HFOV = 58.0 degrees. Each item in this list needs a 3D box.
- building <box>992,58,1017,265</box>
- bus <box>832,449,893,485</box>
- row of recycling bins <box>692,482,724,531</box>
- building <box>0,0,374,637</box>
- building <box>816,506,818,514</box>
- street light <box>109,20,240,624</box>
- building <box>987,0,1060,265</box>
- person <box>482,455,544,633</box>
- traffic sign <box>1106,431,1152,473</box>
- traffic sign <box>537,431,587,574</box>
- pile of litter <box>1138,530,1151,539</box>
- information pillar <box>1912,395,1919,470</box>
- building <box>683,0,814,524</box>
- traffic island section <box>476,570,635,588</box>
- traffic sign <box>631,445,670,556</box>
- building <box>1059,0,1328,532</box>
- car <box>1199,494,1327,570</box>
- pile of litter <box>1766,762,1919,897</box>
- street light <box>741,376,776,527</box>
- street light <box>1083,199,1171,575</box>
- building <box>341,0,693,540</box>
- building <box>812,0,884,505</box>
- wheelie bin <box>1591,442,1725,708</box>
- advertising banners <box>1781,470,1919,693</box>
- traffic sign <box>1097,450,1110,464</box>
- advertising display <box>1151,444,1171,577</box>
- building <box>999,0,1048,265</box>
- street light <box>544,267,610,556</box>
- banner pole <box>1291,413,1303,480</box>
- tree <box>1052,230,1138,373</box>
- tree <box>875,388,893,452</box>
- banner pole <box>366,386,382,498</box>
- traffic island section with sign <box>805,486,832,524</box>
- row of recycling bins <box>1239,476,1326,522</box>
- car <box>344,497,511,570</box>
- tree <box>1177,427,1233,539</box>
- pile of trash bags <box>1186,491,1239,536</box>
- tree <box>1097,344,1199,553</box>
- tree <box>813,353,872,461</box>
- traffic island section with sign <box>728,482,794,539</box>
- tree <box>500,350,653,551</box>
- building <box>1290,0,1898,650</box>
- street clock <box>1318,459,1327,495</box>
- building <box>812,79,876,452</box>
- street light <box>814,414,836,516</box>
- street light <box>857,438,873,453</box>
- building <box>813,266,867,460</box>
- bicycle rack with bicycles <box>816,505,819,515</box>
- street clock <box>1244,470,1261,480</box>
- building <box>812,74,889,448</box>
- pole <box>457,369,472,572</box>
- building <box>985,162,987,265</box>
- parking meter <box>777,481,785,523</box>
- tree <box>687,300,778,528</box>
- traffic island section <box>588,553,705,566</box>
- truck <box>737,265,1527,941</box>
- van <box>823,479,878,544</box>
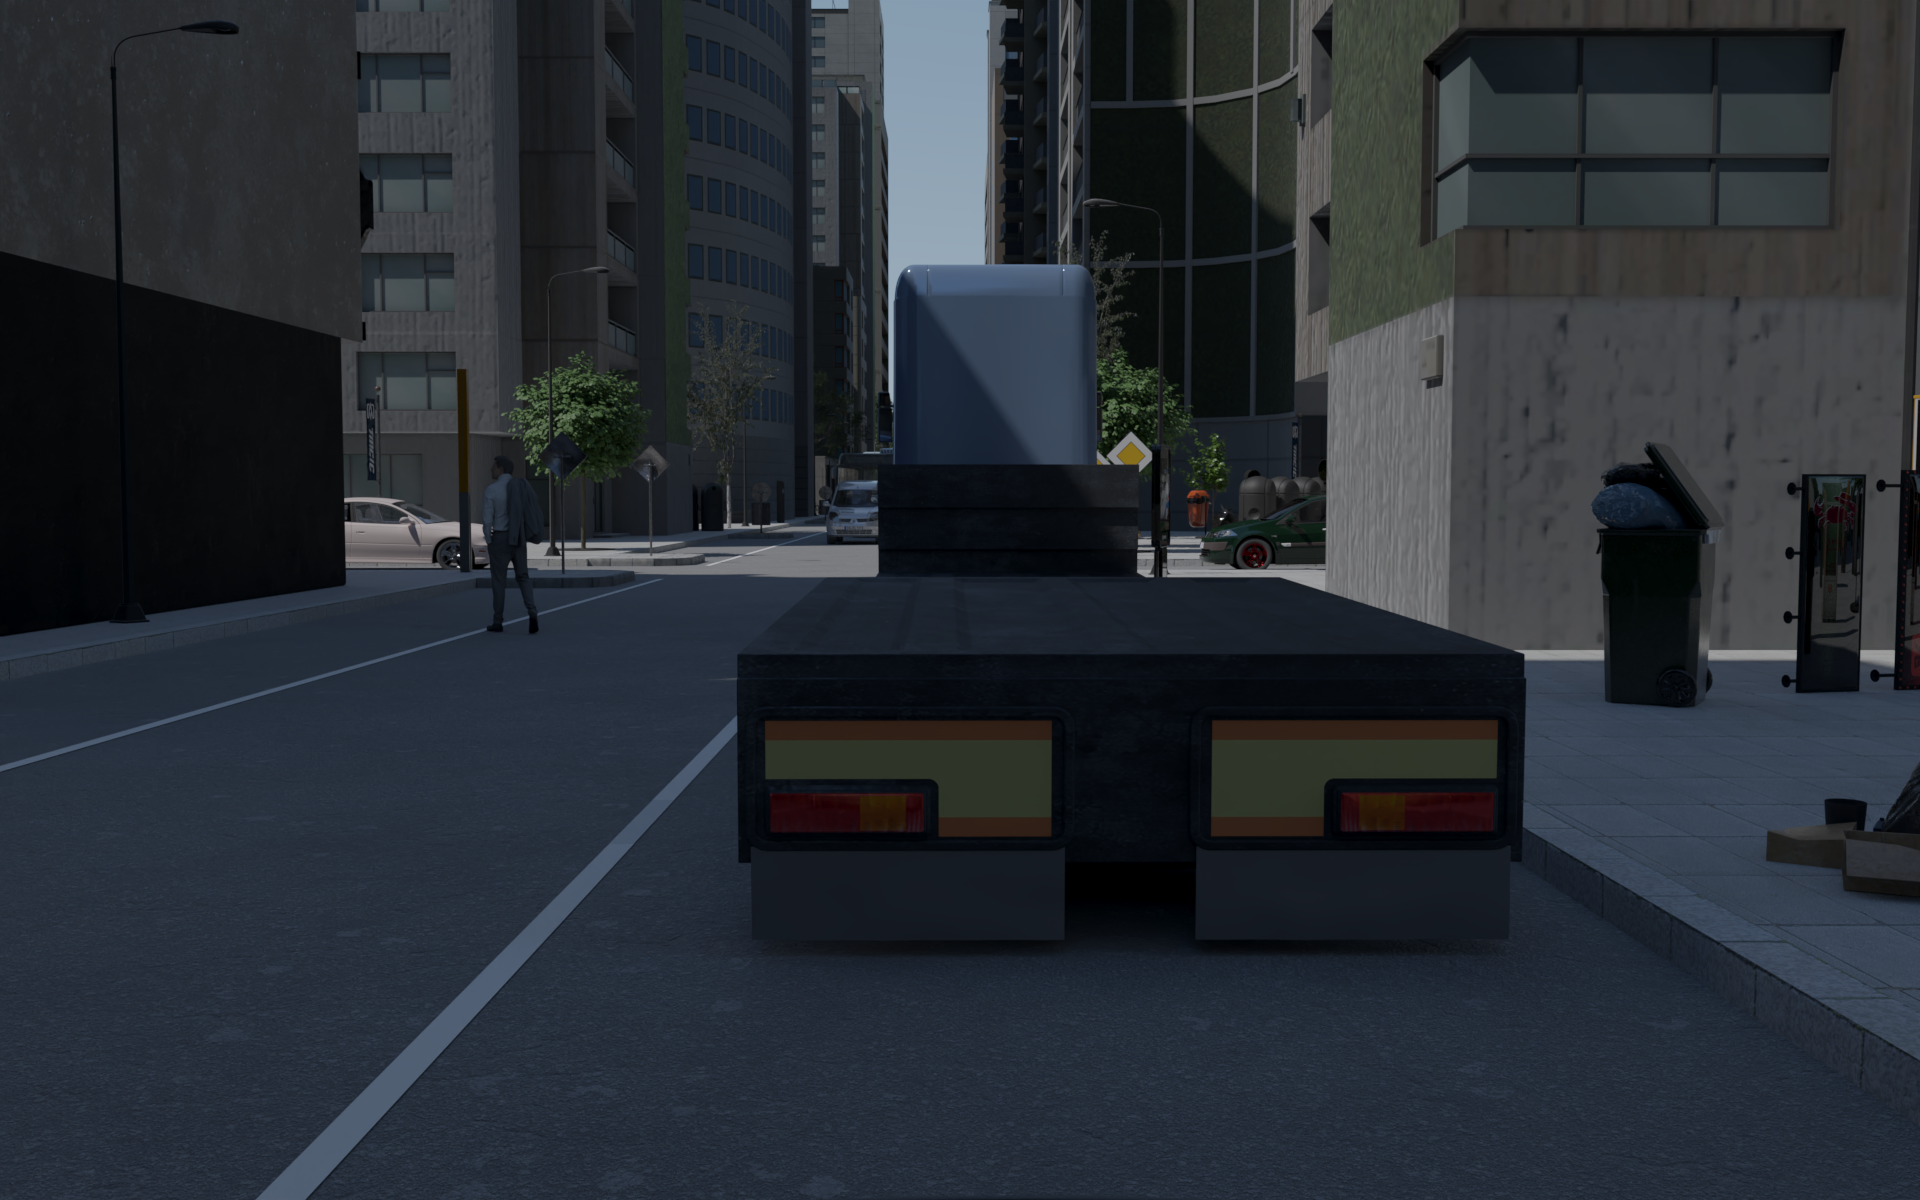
[{"bbox_3d":[10.315,-32.367,179.318,14.600,45.320,14.200,0,3,0],"label":"building"},{"bbox_3d":[-3.285,-4.638,70.685,2.948,3.499,13.247,0,4,0],"label":"bus"},{"bbox_3d":[-9.920,-3.235,60.010,3.534,1.692,1.069,0,4,4],"label":"row of recycling bins"},{"bbox_3d":[-16.958,-9.242,18.566,16.811,18.784,16.820,0,3,0],"label":"building"},{"bbox_3d":[-18.899,-41.681,119.728,20.563,71.187,20.611,0,3,0],"label":"building"},{"bbox_3d":[-7.764,-2.727,17.136,1.470,5.913,1.316,0,3,0],"label":"street light"},{"bbox_3d":[13.783,-40.770,208.594,21.231,58.520,28.212,0,3,0],"label":"building"},{"bbox_3d":[-4.612,-0.568,17.882,0.679,1.850,0.850,-3,5,-43],"label":"person"},{"bbox_3d":[2.730,-1.473,27.733,0.795,2.450,0.064,0,3,0],"label":"traffic sign"},{"bbox_3d":[-6.364,-1.474,27.738,0.795,2.450,0.064,0,3,0],"label":"traffic sign"},{"bbox_3d":[4.663,-2.160,49.289,1.719,0.858,1.176,1,4,14],"label":"pile of litter"},{"bbox_3d":[7.284,-0.511,12.852,0.304,2.012,0.304,-2,4,-23],"label":"information pillar"},{"bbox_3d":[-18.946,-33.206,84.923,21.231,58.520,28.212,0,3,0],"label":"building"},{"bbox_3d":[-6.388,-0.338,27.799,2.009,0.180,2.903,0,3,0],"label":"traffic island section"},{"bbox_3d":[-6.378,-1.962,35.723,0.795,2.450,0.064,0,3,0],"label":"traffic sign"},{"bbox_3d":[12.231,-38.171,62.346,20.563,71.187,20.611,0,3,0],"label":"building"},{"bbox_3d":[6.567,-1.367,32.143,4.222,1.686,2.009,0,4,1],"label":"car"},{"bbox_3d":[3.396,0.513,5.576,1.176,0.858,1.719,0,4,-7],"label":"pile of litter"},{"bbox_3d":[-7.949,-5.861,68.369,1.470,5.913,1.316,0,3,0],"label":"street light"},{"bbox_3d":[2.638,-3.358,27.439,1.470,5.913,1.316,0,3,0],"label":"street light"},{"bbox_3d":[-16.034,-22.436,50.416,14.154,41.232,14.086,0,3,0],"label":"building"},{"bbox_3d":[-19.325,-49.984,255.484,20.563,71.187,20.611,0,3,0],"label":"building"},{"bbox_3d":[4.285,-0.169,10.677,0.693,1.594,0.980,2,4,31],"label":"wheelie bin"},{"bbox_3d":[6.322,-0.923,11.281,2.074,3.025,0.090,-1,4,-13],"label":"advertising banners"},{"bbox_3d":[2.716,-1.962,35.718,0.795,2.450,0.064,0,3,0],"label":"traffic sign"},{"bbox_3d":[2.656,-1.080,22.879,0.123,1.923,0.974,1,4,15],"label":"advertising display"},{"bbox_3d":[14.069,-28.974,128.352,22.147,44.769,28.867,0,3,0],"label":"building"},{"bbox_3d":[-7.867,-3.856,35.590,1.470,5.913,1.316,0,3,0],"label":"street light"},{"bbox_3d":[10.377,-3.874,53.354,0.401,3.779,0.863,2,4,35],"label":"banner pole"},{"bbox_3d":[3.111,-6.010,48.627,4.360,8.622,3.978,0,3,0],"label":"tree"},{"bbox_3d":[-9.314,-16.531,187.290,9.611,12.733,9.660,0,3,0],"label":"tree"},{"bbox_3d":[-13.530,-3.060,40.051,0.401,3.779,0.863,0,4,7],"label":"banner pole"},{"bbox_3d":[-6.501,-4.629,84.309,1.989,1.847,2.006,0,3,0],"label":"traffic island section with sign"},{"bbox_3d":[7.848,-2.081,41.140,1.069,1.692,3.534,3,5,42],"label":"row of recycling bins"},{"bbox_3d":[-10.765,-1.236,32.575,4.827,1.381,2.083,0,4,-2],"label":"car"},{"bbox_3d":[7.365,-3.381,49.874,1.663,3.219,1.824,0,3,0],"label":"tree"},{"bbox_3d":[7.155,-2.135,44.663,3.447,1.369,1.912,-3,4,-38],"label":"pile of trash bags"},{"bbox_3d":[3.552,-3.322,38.024,4.285,4.588,4.351,0,3,0],"label":"tree"},{"bbox_3d":[-9.595,-10.538,106.710,8.767,10.594,7.601,0,4,-7],"label":"tree"},{"bbox_3d":[-6.444,-2.916,56.309,1.989,1.847,2.006,0,3,0],"label":"traffic island section with sign"},{"bbox_3d":[-8.699,-3.412,39.506,4.285,4.588,4.351,0,3,0],"label":"tree"},{"bbox_3d":[11.015,-15.196,20.151,14.160,30.474,14.107,0,3,0],"label":"building"},{"bbox_3d":[7.586,-1.903,35.681,0.358,2.002,0.471,-1,4,-22],"label":"street clock"},{"bbox_3d":[-15.492,-29.554,166.809,14.154,41.232,14.086,0,3,0],"label":"building"},{"bbox_3d":[-7.927,-7.845,100.802,1.470,5.913,1.316,0,3,0],"label":"street light"},{"bbox_3d":[-7.999,-10.526,144.647,1.470,5.913,1.316,0,3,0],"label":"street light"},{"bbox_3d":[-22.447,-18.404,145.947,27.650,21.520,28.899,0,3,0],"label":"building"},{"bbox_3d":[-9.522,-5.534,103.857,2.852,0.926,2.925,3,5,42],"label":"bicycle rack with bicycles"},{"bbox_3d":[8.709,-2.879,51.648,0.471,2.002,0.358,-1,4,-22],"label":"street clock"},{"bbox_3d":[-19.480,-35.520,204.456,21.300,48.544,21.600,0,3,0],"label":"building"},{"bbox_3d":[-8.106,-2.109,28.324,0.158,3.312,0.155,0,3,0],"label":"pole"},{"bbox_3d":[14.133,-37.338,234.181,21.300,48.544,21.600,0,3,0],"label":"building"},{"bbox_3d":[-7.975,-4.360,77.004,0.255,1.863,0.399,1,4,13],"label":"parking meter"},{"bbox_3d":[-8.908,-6.999,64.796,4.360,8.622,3.978,0,3,0],"label":"tree"},{"bbox_3d":[-6.401,-0.826,35.784,2.009,0.180,2.903,0,3,0],"label":"traffic island section"},{"bbox_3d":[0.457,-1.517,14.568,2.967,4.110,18.799,0,4,0],"label":"truck"},{"bbox_3d":[-2.965,-2.675,50.745,2.013,2.044,4.112,0,4,1],"label":"van"}]
